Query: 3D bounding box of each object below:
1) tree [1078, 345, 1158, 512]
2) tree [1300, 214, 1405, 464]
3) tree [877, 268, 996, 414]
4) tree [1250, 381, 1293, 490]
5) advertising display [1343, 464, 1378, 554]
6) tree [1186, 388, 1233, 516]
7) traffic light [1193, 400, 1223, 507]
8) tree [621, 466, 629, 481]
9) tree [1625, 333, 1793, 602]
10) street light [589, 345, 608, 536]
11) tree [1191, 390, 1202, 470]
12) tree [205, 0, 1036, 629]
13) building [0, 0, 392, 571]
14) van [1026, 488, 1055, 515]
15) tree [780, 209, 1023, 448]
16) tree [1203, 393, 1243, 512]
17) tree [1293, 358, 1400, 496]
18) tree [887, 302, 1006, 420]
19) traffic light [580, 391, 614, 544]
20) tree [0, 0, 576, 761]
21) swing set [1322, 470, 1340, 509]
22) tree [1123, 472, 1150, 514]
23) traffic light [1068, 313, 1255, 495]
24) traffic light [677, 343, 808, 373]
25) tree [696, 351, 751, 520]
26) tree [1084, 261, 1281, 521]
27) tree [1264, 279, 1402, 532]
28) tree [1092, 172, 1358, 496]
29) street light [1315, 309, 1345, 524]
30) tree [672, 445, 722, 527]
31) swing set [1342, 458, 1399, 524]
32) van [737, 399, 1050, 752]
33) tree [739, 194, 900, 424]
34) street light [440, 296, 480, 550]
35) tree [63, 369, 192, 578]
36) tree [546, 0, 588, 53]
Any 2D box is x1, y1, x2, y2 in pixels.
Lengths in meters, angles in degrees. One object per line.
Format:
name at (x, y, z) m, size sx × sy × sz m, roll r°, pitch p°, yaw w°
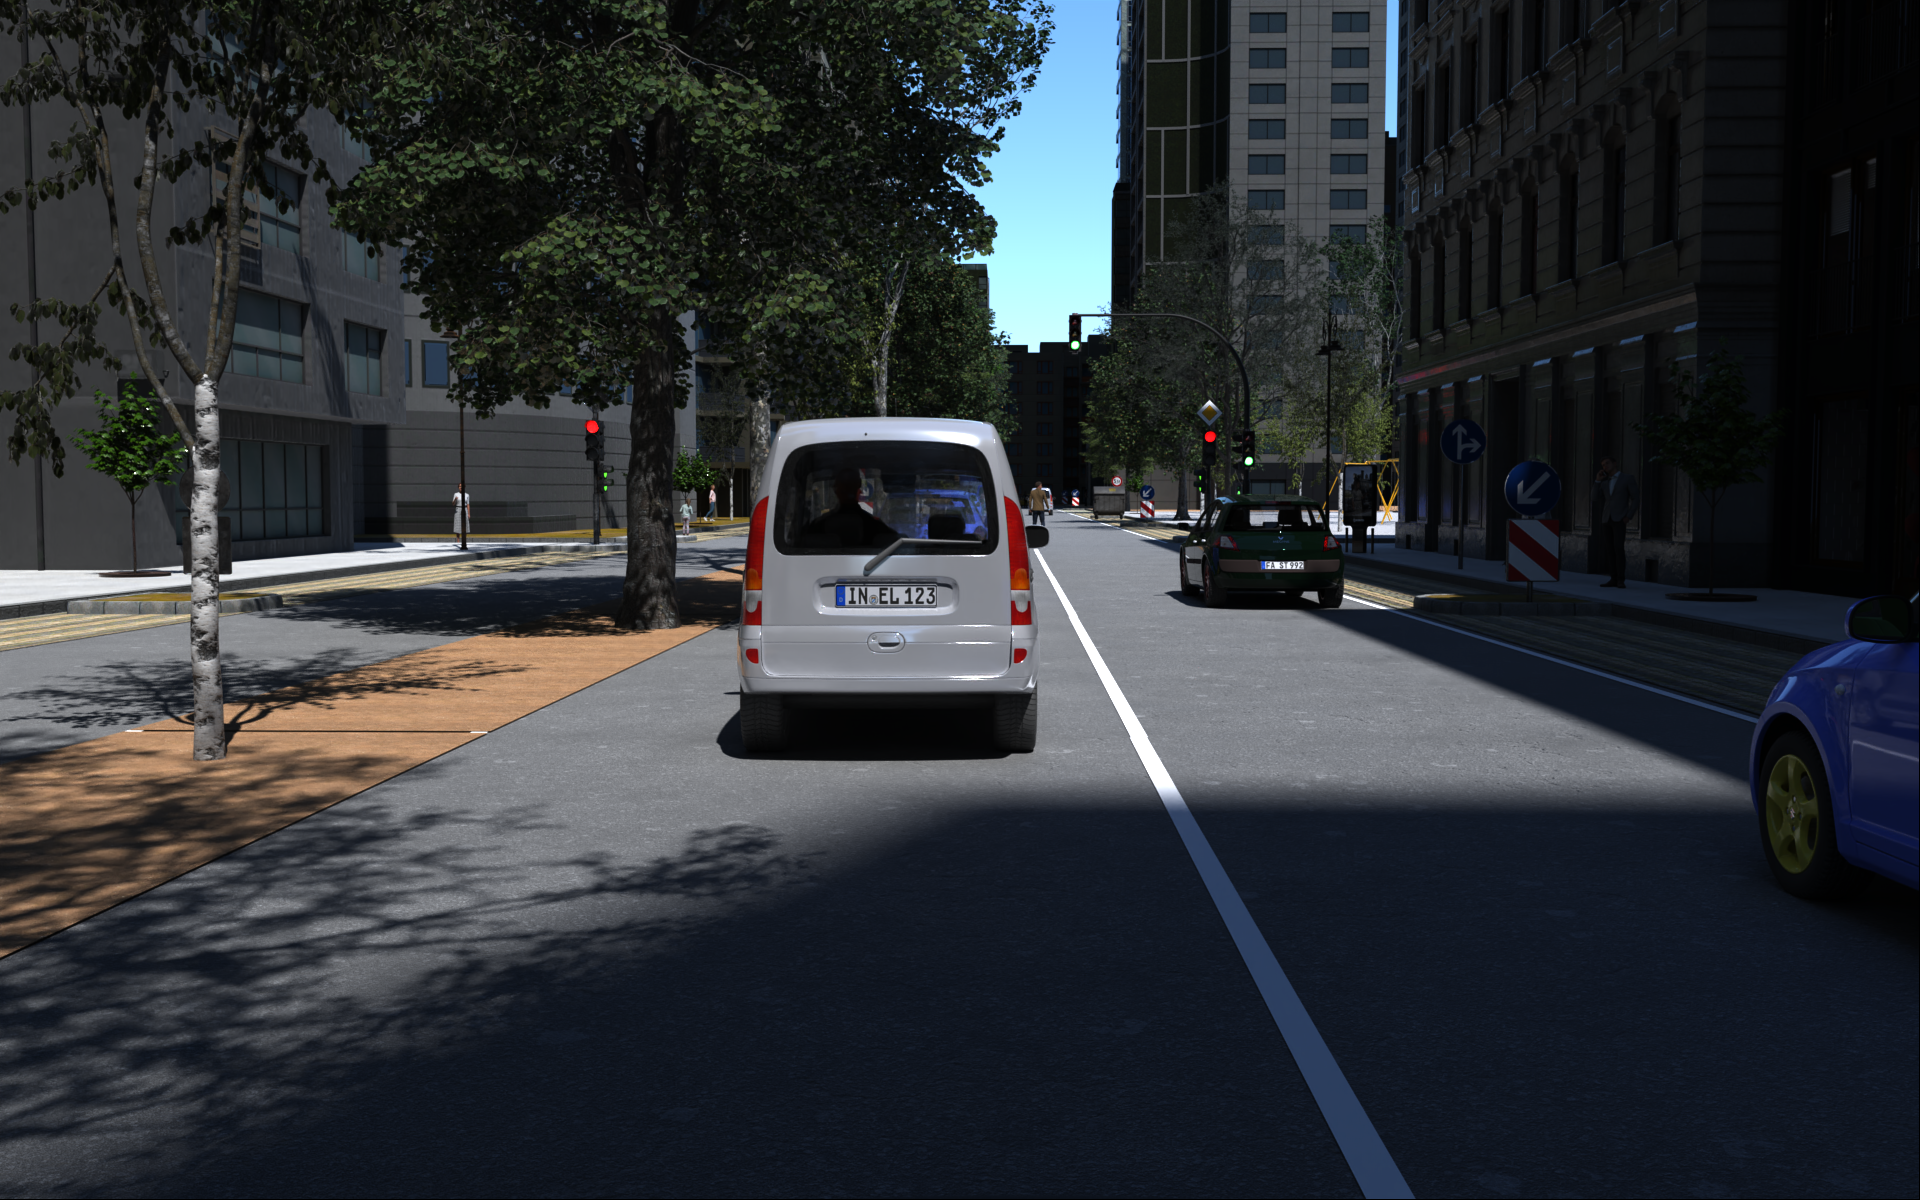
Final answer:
tree at (12.715, -12.768, 126.888) m, size 7.486 × 12.596 × 7.792 m, roll 0°, pitch 3°, yaw 0°
tree at (28.585, -15.868, 115.335) m, size 12.611 × 20.169 × 13.585 m, roll 0°, pitch 3°, yaw 0°
tree at (-2.227, -9.574, 77.126) m, size 7.486 × 12.596 × 7.792 m, roll 0°, pitch 3°, yaw 0°
tree at (20.399, -9.451, 104.893) m, size 4.737 × 8.622 × 4.395 m, roll 0°, pitch 3°, yaw 0°
advertising display at (8.701, -1.986, 37.689) m, size 0.123 × 1.923 × 0.974 m, roll -2°, pitch 4°, yaw -27°
tree at (13.063, -8.725, 93.014) m, size 4.360 × 8.622 × 3.978 m, roll 0°, pitch 3°, yaw 0°
traffic light at (7.404, -3.837, 51.662) m, size 0.839 × 4.253 × 0.868 m, roll 0°, pitch 4°, yaw 1°
tree at (-16.131, -5.397, 82.843) m, size 1.663 × 3.219 × 1.824 m, roll 0°, pitch 3°, yaw 0°
tree at (9.213, -1.607, 20.884) m, size 1.663 × 3.219 × 1.824 m, roll 0°, pitch 3°, yaw 0°
street light at (-11.102, -4.909, 53.047) m, size 0.468 × 5.910 × 1.993 m, roll 0°, pitch 4°, yaw 1°
tree at (17.243, -10.231, 117.631) m, size 4.737 × 8.622 × 4.395 m, roll 0°, pitch 3°, yaw 0°
tree at (-3.342, -6.673, 18.224) m, size 9.857 × 13.997 × 8.962 m, roll 0°, pitch 3°, yaw 0°
building at (-19.738, -21.483, 34.841) m, size 14.086 × 41.232 × 14.154 m, roll 0°, pitch 4°, yaw 1°
van at (5.471, -6.759, 117.521) m, size 2.013 × 2.044 × 4.112 m, roll 0°, pitch 4°, yaw 2°
tree at (-2.338, -9.075, 67.840) m, size 9.611 × 12.733 × 9.660 m, roll 0°, pitch 3°, yaw 0°
tree at (18.046, -9.767, 110.057) m, size 4.737 × 8.622 × 4.395 m, roll 0°, pitch 3°, yaw 0°
tree at (20.857, -8.675, 92.193) m, size 4.737 × 8.622 × 4.395 m, roll 0°, pitch 3°, yaw 0°
tree at (-1.340, -9.941, 90.754) m, size 9.928 × 11.665 × 9.643 m, roll 0°, pitch 3°, yaw 0°
traffic light at (-9.261, -3.374, 44.091) m, size 0.839 × 4.253 × 0.868 m, roll 0°, pitch 4°, yaw 1°
tree at (-4.049, -3.454, 9.298) m, size 4.360 × 8.622 × 3.978 m, roll 0°, pitch 3°, yaw 0°
swing set at (20.086, -5.513, 87.755) m, size 2.862 × 2.851 × 3.119 m, roll 2°, pitch 4°, yaw 35°
tree at (11.652, -7.227, 112.766) m, size 1.663 × 3.219 × 1.824 m, roll 0°, pitch 3°, yaw 0°
traffic light at (5.102, -4.216, 43.593) m, size 4.771 × 5.953 × 1.251 m, roll 0°, pitch 4°, yaw 1°
traffic light at (-6.959, -4.733, 52.054) m, size 4.771 × 5.953 × 1.251 m, roll 0°, pitch 4°, yaw 1°
tree at (-11.345, -8.169, 83.924) m, size 4.360 × 8.622 × 3.978 m, roll 0°, pitch 3°, yaw 0°
tree at (10.770, -10.217, 84.064) m, size 9.611 × 12.733 × 9.660 m, roll 0°, pitch 3°, yaw 0°
tree at (12.788, -6.652, 59.118) m, size 4.360 × 8.622 × 3.978 m, roll 0°, pitch 3°, yaw 0°
tree at (10.362, -9.599, 67.317) m, size 12.009 × 13.543 × 11.850 m, roll 0°, pitch 3°, yaw 0°
street light at (9.204, -4.310, 43.263) m, size 0.468 × 5.910 × 1.993 m, roll 0°, pitch 4°, yaw 1°
tree at (-11.177, -4.833, 73.617) m, size 1.663 × 3.219 × 1.824 m, roll 0°, pitch 3°, yaw 0°
swing set at (19.961, -5.081, 80.700) m, size 2.862 × 2.851 × 3.119 m, roll -2°, pitch 4°, yaw -26°
van at (-0.402, -0.244, 11.004) m, size 2.013 × 2.044 × 4.112 m, roll 0°, pitch 4°, yaw 0°
tree at (-3.391, -5.289, 39.288) m, size 4.737 × 8.622 × 4.395 m, roll 0°, pitch 3°, yaw 0°
street light at (-11.451, -4.099, 39.812) m, size 0.468 × 5.910 × 1.993 m, roll 0°, pitch 4°, yaw 1°
tree at (-12.763, -1.982, 27.004) m, size 1.663 × 3.219 × 1.824 m, roll 0°, pitch 3°, yaw 0°
tree at (-4.629, -10.511, 30.202) m, size 12.611 × 20.169 × 13.585 m, roll 0°, pitch 3°, yaw 0°
